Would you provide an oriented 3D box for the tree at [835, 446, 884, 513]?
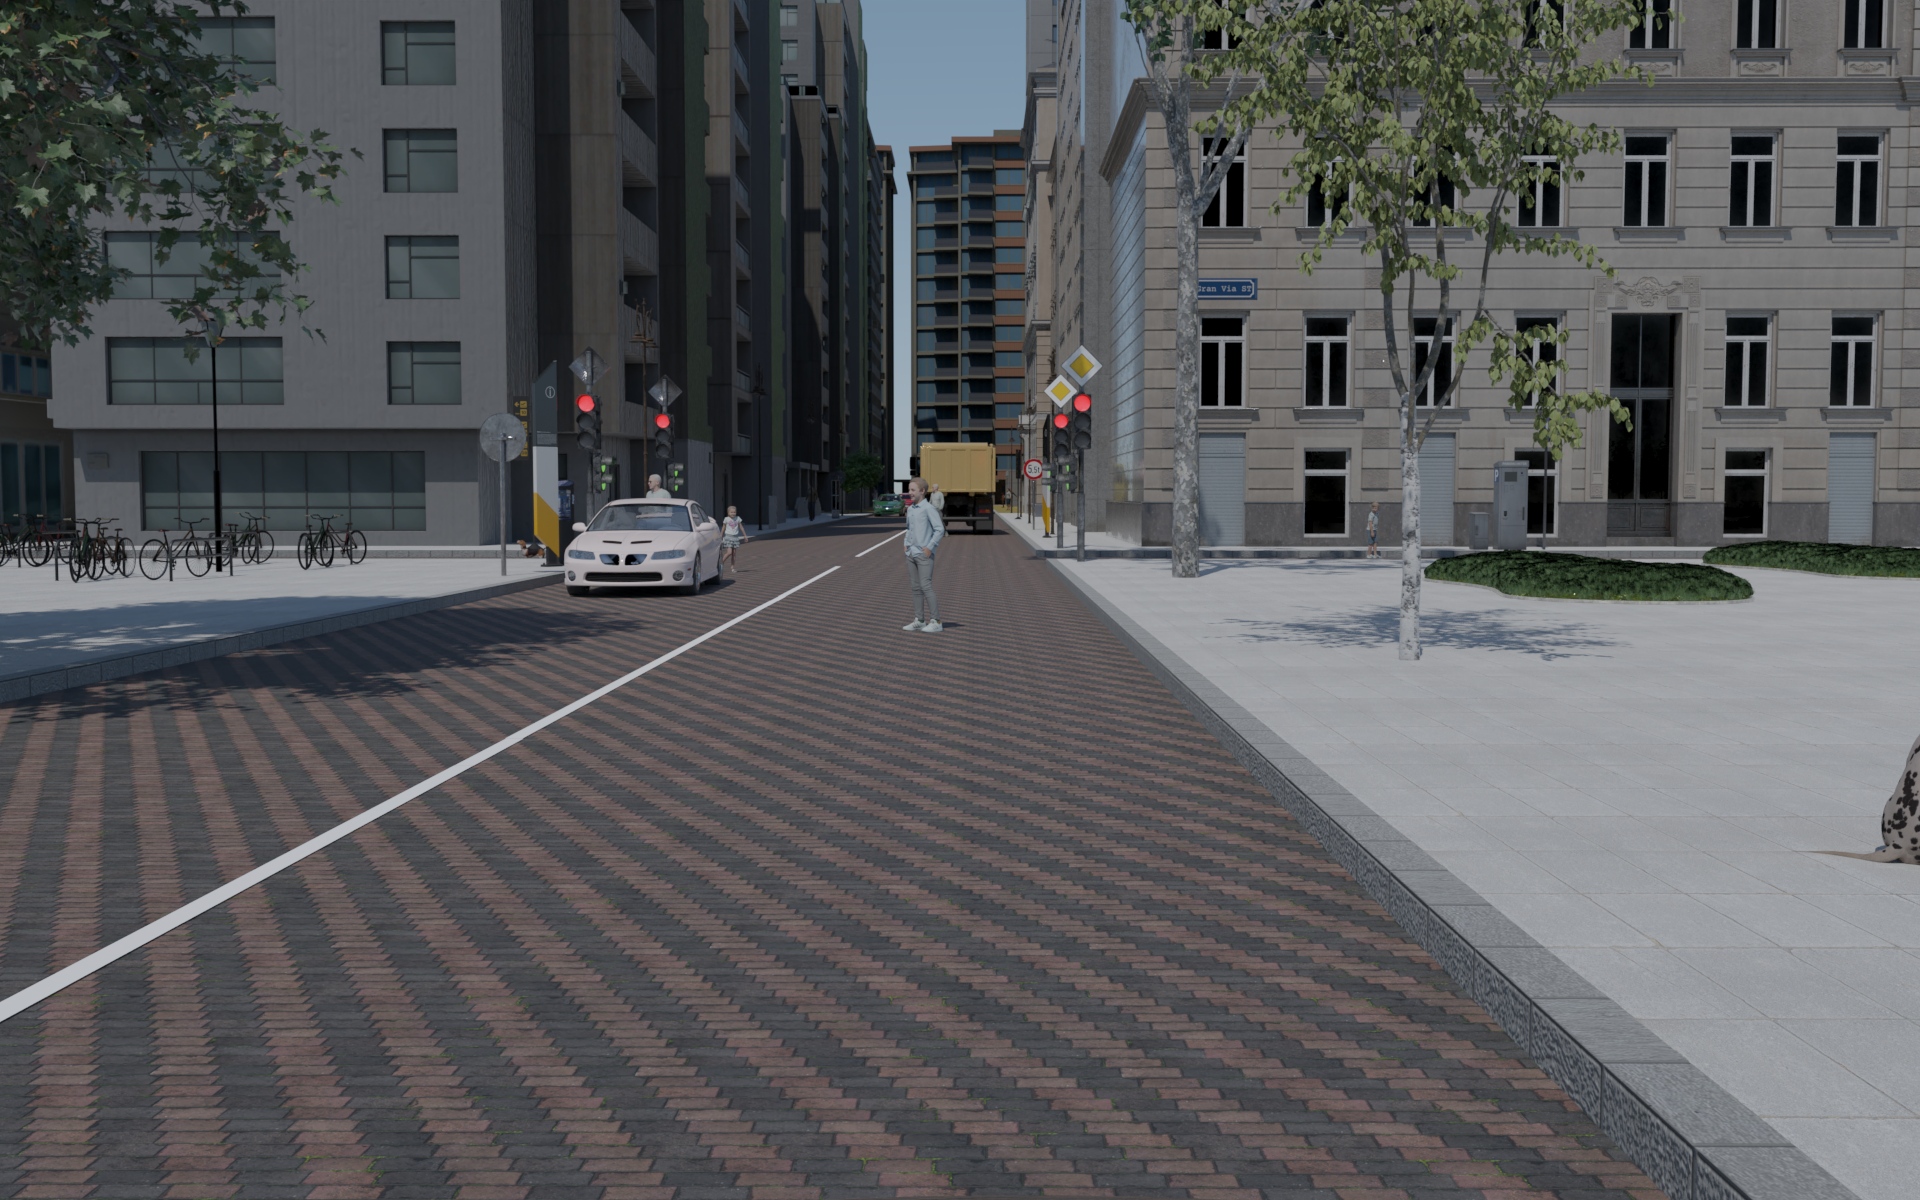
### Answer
[{"bbox_3d":[-6.795,-8.193,117.676,4.285,4.588,4.351,0,3,0],"label":"tree"}]

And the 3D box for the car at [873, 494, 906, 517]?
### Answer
[{"bbox_3d":[-4.469,-6.029,110.374,2.131,1.459,4.920,0,4,1],"label":"car"}]

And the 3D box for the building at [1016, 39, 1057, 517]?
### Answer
[{"bbox_3d":[10.499,-19.558,105.684,13.634,28.700,20.117,0,4,0],"label":"building"}]

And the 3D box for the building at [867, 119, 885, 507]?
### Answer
[{"bbox_3d":[-19.868,-29.555,175.105,23.993,40.220,32.217,0,4,0],"label":"building"}]

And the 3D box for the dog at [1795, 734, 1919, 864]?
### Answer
[{"bbox_3d":[3.377,0.505,6.127,0.800,0.831,0.513,1,4,13],"label":"dog"}]

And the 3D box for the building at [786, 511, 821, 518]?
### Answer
[{"bbox_3d":[-24.613,-24.792,97.237,32.217,40.220,23.993,0,4,0],"label":"building"}]

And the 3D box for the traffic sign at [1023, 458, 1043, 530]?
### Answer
[{"bbox_3d":[2.640,-3.781,61.931,0.768,2.556,0.104,0,4,1],"label":"traffic sign"}]

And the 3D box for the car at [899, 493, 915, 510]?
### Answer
[{"bbox_3d":[-4.238,-7.737,135.535,2.155,1.783,4.494,0,4,0],"label":"car"}]

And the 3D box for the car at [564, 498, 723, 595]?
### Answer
[{"bbox_3d":[-4.672,-0.838,26.068,2.083,1.381,4.827,0,4,-1],"label":"car"}]

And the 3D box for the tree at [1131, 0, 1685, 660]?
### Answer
[{"bbox_3d":[3.389,-3.827,12.940,4.737,8.622,4.395,0,3,0],"label":"tree"}]

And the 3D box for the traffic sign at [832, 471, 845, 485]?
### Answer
[{"bbox_3d":[-6.583,-5.730,93.795,0.768,2.556,0.104,1,4,9],"label":"traffic sign"}]

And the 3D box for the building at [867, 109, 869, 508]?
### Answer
[{"bbox_3d":[-15.465,-28.608,151.329,14.154,41.232,14.086,0,4,0],"label":"building"}]

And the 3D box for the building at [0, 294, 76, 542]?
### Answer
[{"bbox_3d":[-36.034,-26.187,51.857,21.600,48.544,21.300,0,4,0],"label":"building"}]

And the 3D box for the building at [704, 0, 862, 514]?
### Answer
[{"bbox_3d":[-15.120,-27.744,137.201,14.154,41.232,14.086,0,4,0],"label":"building"}]

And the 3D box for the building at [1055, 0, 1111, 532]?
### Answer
[{"bbox_3d":[10.212,-15.239,67.175,12.078,24.808,19.932,0,4,0],"label":"building"}]

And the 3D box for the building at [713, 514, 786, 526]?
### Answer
[{"bbox_3d":[-14.867,-23.604,69.518,14.154,41.232,14.086,0,4,0],"label":"building"}]

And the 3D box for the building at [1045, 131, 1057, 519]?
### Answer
[{"bbox_3d":[9.513,-14.533,86.771,9.793,20.994,18.267,0,4,0],"label":"building"}]

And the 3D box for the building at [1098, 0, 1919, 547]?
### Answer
[{"bbox_3d":[16.572,-15.261,46.781,25.104,27.353,12.463,0,4,0],"label":"building"}]

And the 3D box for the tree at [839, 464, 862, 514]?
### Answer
[{"bbox_3d":[-6.980,-7.061,110.048,1.663,3.219,1.824,0,3,0],"label":"tree"}]

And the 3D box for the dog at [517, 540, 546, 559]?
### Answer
[{"bbox_3d":[-8.561,-0.947,34.776,0.406,0.507,0.540,3,5,43],"label":"dog"}]

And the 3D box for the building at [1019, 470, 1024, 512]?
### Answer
[{"bbox_3d":[20.672,-26.720,128.750,32.217,40.220,23.993,0,4,0],"label":"building"}]

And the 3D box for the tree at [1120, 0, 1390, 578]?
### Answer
[{"bbox_3d":[4.695,-10.358,25.247,12.611,20.169,13.585,0,3,0],"label":"tree"}]

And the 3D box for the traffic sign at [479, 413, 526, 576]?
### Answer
[{"bbox_3d":[-7.162,-1.652,27.117,0.768,2.556,0.104,0,4,7],"label":"traffic sign"}]

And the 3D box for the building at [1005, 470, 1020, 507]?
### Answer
[{"bbox_3d":[15.174,-45.323,179.290,20.563,71.187,20.611,0,4,0],"label":"building"}]

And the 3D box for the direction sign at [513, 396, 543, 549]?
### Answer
[{"bbox_3d":[-9.869,-2.940,40.073,0.876,3.537,0.379,0,4,-2],"label":"direction sign"}]

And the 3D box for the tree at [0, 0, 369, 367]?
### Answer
[{"bbox_3d":[-8.895,-5.801,11.863,9.611,12.733,9.660,0,3,0],"label":"tree"}]

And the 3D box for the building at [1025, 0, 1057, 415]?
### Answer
[{"bbox_3d":[16.350,-37.481,154.805,21.231,58.520,28.212,0,4,0],"label":"building"}]

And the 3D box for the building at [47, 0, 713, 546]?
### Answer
[{"bbox_3d":[-14.984,-16.886,47.792,14.160,30.474,14.107,0,4,0],"label":"building"}]

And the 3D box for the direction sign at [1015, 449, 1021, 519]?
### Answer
[{"bbox_3d":[2.952,-5.867,87.924,0.379,3.537,0.876,1,4,16],"label":"direction sign"}]

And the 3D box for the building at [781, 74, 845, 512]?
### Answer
[{"bbox_3d":[-15.732,-21.484,122.960,14.160,30.474,14.107,0,4,0],"label":"building"}]

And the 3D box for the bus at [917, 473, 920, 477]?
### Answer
[{"bbox_3d":[-3.084,-11.339,176.946,2.896,3.916,12.252,0,3,0],"label":"bus"}]

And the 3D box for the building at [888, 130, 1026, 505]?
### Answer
[{"bbox_3d":[6.587,-34.028,210.987,28.867,44.769,22.147,0,4,0],"label":"building"}]

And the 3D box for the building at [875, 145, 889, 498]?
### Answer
[{"bbox_3d":[-22.285,-34.008,210.662,28.867,44.769,22.147,0,4,0],"label":"building"}]
